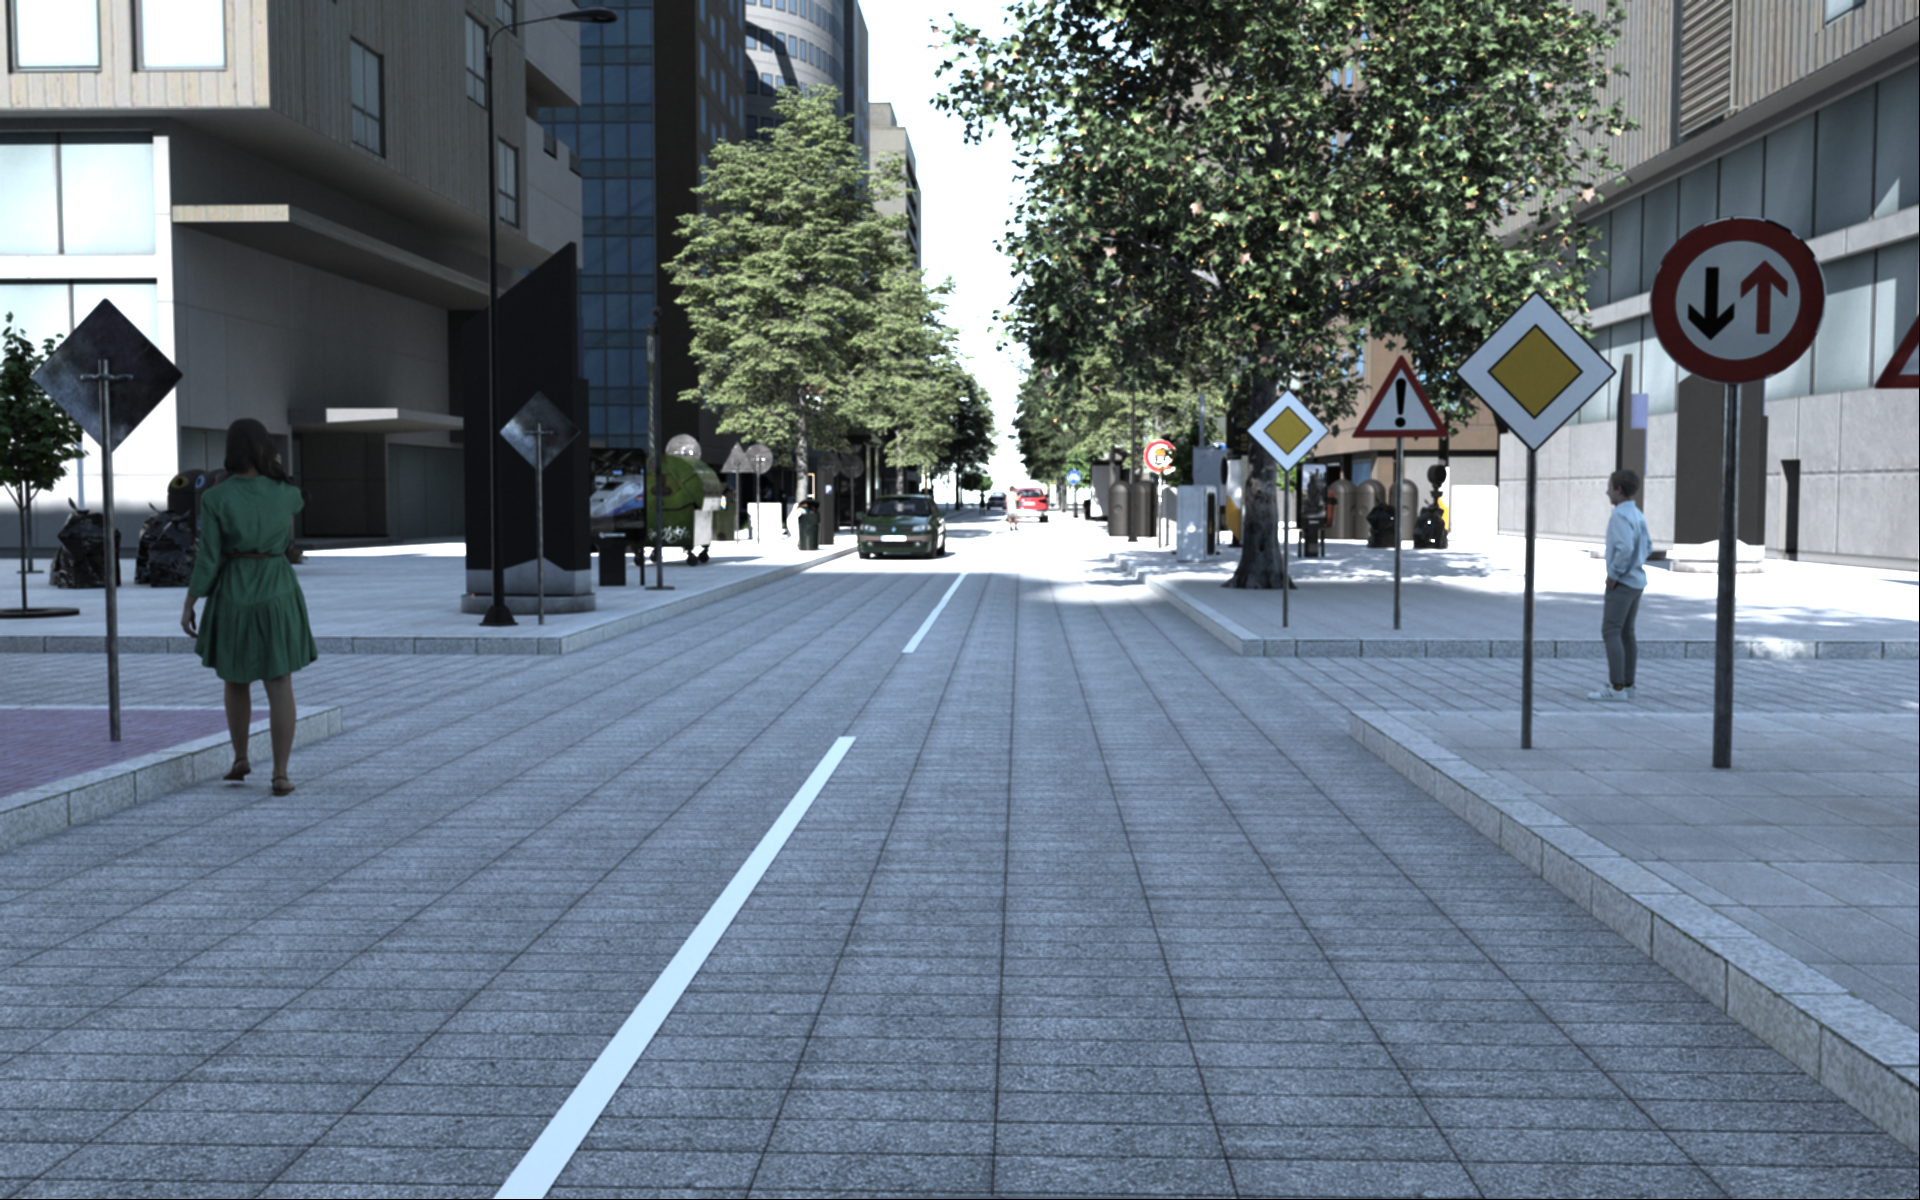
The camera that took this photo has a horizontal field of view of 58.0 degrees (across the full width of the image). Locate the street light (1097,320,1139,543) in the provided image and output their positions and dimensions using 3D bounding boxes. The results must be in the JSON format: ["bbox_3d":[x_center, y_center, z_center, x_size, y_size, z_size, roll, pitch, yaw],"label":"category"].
[{"bbox_3d":[4.045,-4.483,45.839,1.470,5.913,1.316,0,4,2],"label":"street light"}]

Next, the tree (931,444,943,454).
[{"bbox_3d":[0.094,-15.715,167.313,12.009,13.543,11.850,0,3,0],"label":"tree"}]

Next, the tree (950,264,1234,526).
[{"bbox_3d":[6.103,-9.679,68.628,12.009,13.543,11.850,0,3,0],"label":"tree"}]

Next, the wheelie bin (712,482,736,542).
[{"bbox_3d":[-6.432,-2.391,47.009,0.693,1.594,0.980,-2,4,-29],"label":"wheelie bin"}]

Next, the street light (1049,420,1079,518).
[{"bbox_3d":[5.603,-7.280,91.575,1.470,5.913,1.316,0,4,2],"label":"street light"}]

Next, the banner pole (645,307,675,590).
[{"bbox_3d":[-4.055,-2.017,22.994,0.401,3.779,0.863,0,4,3],"label":"banner pole"}]

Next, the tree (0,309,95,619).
[{"bbox_3d":[-9.968,-1.451,18.323,1.663,3.219,1.824,0,3,0],"label":"tree"}]

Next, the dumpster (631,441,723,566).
[{"bbox_3d":[-5.223,-1.772,31.471,1.502,2.255,1.985,0,4,2],"label":"dumpster"}]

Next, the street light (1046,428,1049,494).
[{"bbox_3d":[6.759,-9.112,121.520,1.470,5.913,1.316,0,4,2],"label":"street light"}]

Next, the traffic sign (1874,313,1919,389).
[{"bbox_3d":[5.060,-0.536,8.761,0.884,2.594,0.081,0,4,6],"label":"traffic sign"}]

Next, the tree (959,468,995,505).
[{"bbox_3d":[1.259,-13.997,212.565,4.285,4.588,4.351,0,3,0],"label":"tree"}]

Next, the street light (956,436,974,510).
[{"bbox_3d":[0.375,-10.186,139.088,1.470,5.913,1.316,0,4,2],"label":"street light"}]

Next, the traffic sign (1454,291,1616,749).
[{"bbox_3d":[2.850,-0.307,8.662,0.795,2.450,0.064,0,4,2],"label":"traffic sign"}]

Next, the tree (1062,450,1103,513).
[{"bbox_3d":[8.287,-8.096,116.079,4.285,4.588,4.351,0,3,0],"label":"tree"}]

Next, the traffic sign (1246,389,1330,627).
[{"bbox_3d":[3.135,-0.795,16.642,0.795,2.450,0.064,0,4,2],"label":"traffic sign"}]

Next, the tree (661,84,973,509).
[{"bbox_3d":[-4.440,-7.950,48.114,7.486,12.596,7.792,0,3,0],"label":"tree"}]

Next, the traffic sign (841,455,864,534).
[{"bbox_3d":[-3.478,-3.411,55.874,0.768,2.556,0.104,0,4,5],"label":"traffic sign"}]

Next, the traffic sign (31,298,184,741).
[{"bbox_3d":[-4.389,-0.324,8.940,0.795,2.450,0.064,0,4,2],"label":"traffic sign"}]

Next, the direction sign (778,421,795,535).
[{"bbox_3d":[-5.430,-3.811,54.307,0.379,3.537,0.876,2,4,28],"label":"direction sign"}]

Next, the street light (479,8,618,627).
[{"bbox_3d":[-3.971,-2.703,16.733,1.470,5.913,1.316,0,4,2],"label":"street light"}]

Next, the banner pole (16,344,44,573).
[{"bbox_3d":[-15.046,-2.318,27.914,0.401,3.779,0.863,-2,4,-28],"label":"banner pole"}]

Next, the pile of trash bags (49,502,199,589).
[{"bbox_3d":[-12.357,-0.882,24.169,3.447,1.369,1.912,-1,4,-17],"label":"pile of trash bags"}]

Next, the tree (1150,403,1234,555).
[{"bbox_3d":[5.027,-2.592,36.980,1.663,3.219,1.824,0,3,0],"label":"tree"}]

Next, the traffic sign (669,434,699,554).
[{"bbox_3d":[-5.893,-2.249,36.870,0.768,2.556,0.104,0,4,3],"label":"traffic sign"}]

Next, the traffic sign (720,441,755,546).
[{"bbox_3d":[-5.499,-2.616,42.781,0.884,2.594,0.081,1,4,9],"label":"traffic sign"}]

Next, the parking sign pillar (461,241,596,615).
[{"bbox_3d":[-4.735,-1.862,18.916,1.447,3.967,1.447,1,4,13],"label":"parking sign pillar"}]

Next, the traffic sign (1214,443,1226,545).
[{"bbox_3d":[6.495,-2.654,43.492,0.768,2.556,0.104,0,4,8],"label":"traffic sign"}]

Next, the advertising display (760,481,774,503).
[{"bbox_3d":[-9.646,-4.966,86.414,0.974,1.923,0.123,3,5,41],"label":"advertising display"}]

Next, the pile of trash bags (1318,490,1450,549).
[{"bbox_3d":[10.160,-1.962,41.839,3.447,1.369,1.912,2,4,31],"label":"pile of trash bags"}]

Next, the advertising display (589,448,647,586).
[{"bbox_3d":[-4.862,-1.159,24.160,0.974,1.923,0.123,-1,4,-19],"label":"advertising display"}]

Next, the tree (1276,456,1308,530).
[{"bbox_3d":[12.059,-4.164,62.686,1.663,3.219,1.824,0,3,0],"label":"tree"}]

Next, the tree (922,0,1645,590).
[{"bbox_3d":[4.163,-6.497,23.236,9.611,12.733,9.660,0,3,0],"label":"tree"}]

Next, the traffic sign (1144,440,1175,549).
[{"bbox_3d":[4.702,-2.483,40.699,0.768,2.556,0.104,0,4,3],"label":"traffic sign"}]

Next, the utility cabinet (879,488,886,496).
[{"bbox_3d":[-3.220,-3.627,67.978,0.318,1.500,1.173,-1,4,-22],"label":"utility cabinet"}]

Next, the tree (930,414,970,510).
[{"bbox_3d":[-1.188,-11.314,135.339,4.360,8.622,3.978,0,3,0],"label":"tree"}]

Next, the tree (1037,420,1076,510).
[{"bbox_3d":[9.177,-12.672,157.543,4.737,8.622,4.395,0,3,0],"label":"tree"}]

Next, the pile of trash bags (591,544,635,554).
[{"bbox_3d":[-8.797,-1.678,37.184,3.447,1.369,1.912,-2,4,-28],"label":"pile of trash bags"}]

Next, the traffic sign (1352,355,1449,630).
[{"bbox_3d":[4.140,-0.999,16.330,0.884,2.594,0.081,1,4,10],"label":"traffic sign"}]

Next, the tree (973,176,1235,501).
[{"bbox_3d":[5.772,-8.297,53.787,7.486,12.596,7.792,0,3,0],"label":"tree"}]

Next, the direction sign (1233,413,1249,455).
[{"bbox_3d":[5.922,-2.628,34.960,0.876,3.537,0.379,-1,4,-12],"label":"direction sign"}]

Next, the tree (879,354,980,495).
[{"bbox_3d":[-2.078,-11.059,115.220,7.601,10.594,8.767,1,4,16],"label":"tree"}]

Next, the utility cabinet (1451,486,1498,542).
[{"bbox_3d":[13.717,-2.294,46.180,1.173,1.500,0.318,-1,4,-11],"label":"utility cabinet"}]

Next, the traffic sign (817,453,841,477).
[{"bbox_3d":[-4.070,-3.286,53.826,0.768,2.556,0.104,0,4,5],"label":"traffic sign"}]

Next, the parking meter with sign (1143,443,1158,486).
[{"bbox_3d":[6.987,-3.903,60.073,1.738,3.016,0.543,-1,4,-20],"label":"parking meter with sign"}]

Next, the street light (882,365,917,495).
[{"bbox_3d":[-2.245,-5.506,62.562,1.470,5.913,1.316,0,4,2],"label":"street light"}]

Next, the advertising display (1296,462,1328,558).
[{"bbox_3d":[7.143,-1.832,35.163,0.123,1.923,0.974,3,5,44],"label":"advertising display"}]

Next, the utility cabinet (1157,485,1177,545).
[{"bbox_3d":[5.382,-2.113,43.233,0.318,1.500,1.173,3,5,43],"label":"utility cabinet"}]

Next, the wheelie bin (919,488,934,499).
[{"bbox_3d":[-1.787,-5.096,91.222,0.980,1.594,0.693,3,4,37],"label":"wheelie bin"}]

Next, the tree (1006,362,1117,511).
[{"bbox_3d":[7.862,-13.769,131.777,9.857,13.997,8.962,0,3,0],"label":"tree"}]

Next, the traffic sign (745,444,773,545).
[{"bbox_3d":[-5.103,-2.671,43.783,0.768,2.556,0.104,1,4,10],"label":"traffic sign"}]

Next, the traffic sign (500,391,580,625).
[{"bbox_3d":[-4.104,-0.812,16.920,0.795,2.450,0.064,0,4,2],"label":"traffic sign"}]

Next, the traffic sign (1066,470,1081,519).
[{"bbox_3d":[5.944,-5.527,90.467,0.768,2.556,0.104,1,4,9],"label":"traffic sign"}]

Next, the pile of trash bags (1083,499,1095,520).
[{"bbox_3d":[7.945,-4.930,90.363,1.912,1.369,3.447,2,4,26],"label":"pile of trash bags"}]

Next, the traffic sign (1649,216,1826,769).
[{"bbox_3d":[3.577,-0.486,8.053,0.768,2.556,0.104,1,4,9],"label":"traffic sign"}]

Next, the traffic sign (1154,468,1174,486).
[{"bbox_3d":[5.683,-2.943,48.224,0.768,2.556,0.104,1,4,11],"label":"traffic sign"}]
